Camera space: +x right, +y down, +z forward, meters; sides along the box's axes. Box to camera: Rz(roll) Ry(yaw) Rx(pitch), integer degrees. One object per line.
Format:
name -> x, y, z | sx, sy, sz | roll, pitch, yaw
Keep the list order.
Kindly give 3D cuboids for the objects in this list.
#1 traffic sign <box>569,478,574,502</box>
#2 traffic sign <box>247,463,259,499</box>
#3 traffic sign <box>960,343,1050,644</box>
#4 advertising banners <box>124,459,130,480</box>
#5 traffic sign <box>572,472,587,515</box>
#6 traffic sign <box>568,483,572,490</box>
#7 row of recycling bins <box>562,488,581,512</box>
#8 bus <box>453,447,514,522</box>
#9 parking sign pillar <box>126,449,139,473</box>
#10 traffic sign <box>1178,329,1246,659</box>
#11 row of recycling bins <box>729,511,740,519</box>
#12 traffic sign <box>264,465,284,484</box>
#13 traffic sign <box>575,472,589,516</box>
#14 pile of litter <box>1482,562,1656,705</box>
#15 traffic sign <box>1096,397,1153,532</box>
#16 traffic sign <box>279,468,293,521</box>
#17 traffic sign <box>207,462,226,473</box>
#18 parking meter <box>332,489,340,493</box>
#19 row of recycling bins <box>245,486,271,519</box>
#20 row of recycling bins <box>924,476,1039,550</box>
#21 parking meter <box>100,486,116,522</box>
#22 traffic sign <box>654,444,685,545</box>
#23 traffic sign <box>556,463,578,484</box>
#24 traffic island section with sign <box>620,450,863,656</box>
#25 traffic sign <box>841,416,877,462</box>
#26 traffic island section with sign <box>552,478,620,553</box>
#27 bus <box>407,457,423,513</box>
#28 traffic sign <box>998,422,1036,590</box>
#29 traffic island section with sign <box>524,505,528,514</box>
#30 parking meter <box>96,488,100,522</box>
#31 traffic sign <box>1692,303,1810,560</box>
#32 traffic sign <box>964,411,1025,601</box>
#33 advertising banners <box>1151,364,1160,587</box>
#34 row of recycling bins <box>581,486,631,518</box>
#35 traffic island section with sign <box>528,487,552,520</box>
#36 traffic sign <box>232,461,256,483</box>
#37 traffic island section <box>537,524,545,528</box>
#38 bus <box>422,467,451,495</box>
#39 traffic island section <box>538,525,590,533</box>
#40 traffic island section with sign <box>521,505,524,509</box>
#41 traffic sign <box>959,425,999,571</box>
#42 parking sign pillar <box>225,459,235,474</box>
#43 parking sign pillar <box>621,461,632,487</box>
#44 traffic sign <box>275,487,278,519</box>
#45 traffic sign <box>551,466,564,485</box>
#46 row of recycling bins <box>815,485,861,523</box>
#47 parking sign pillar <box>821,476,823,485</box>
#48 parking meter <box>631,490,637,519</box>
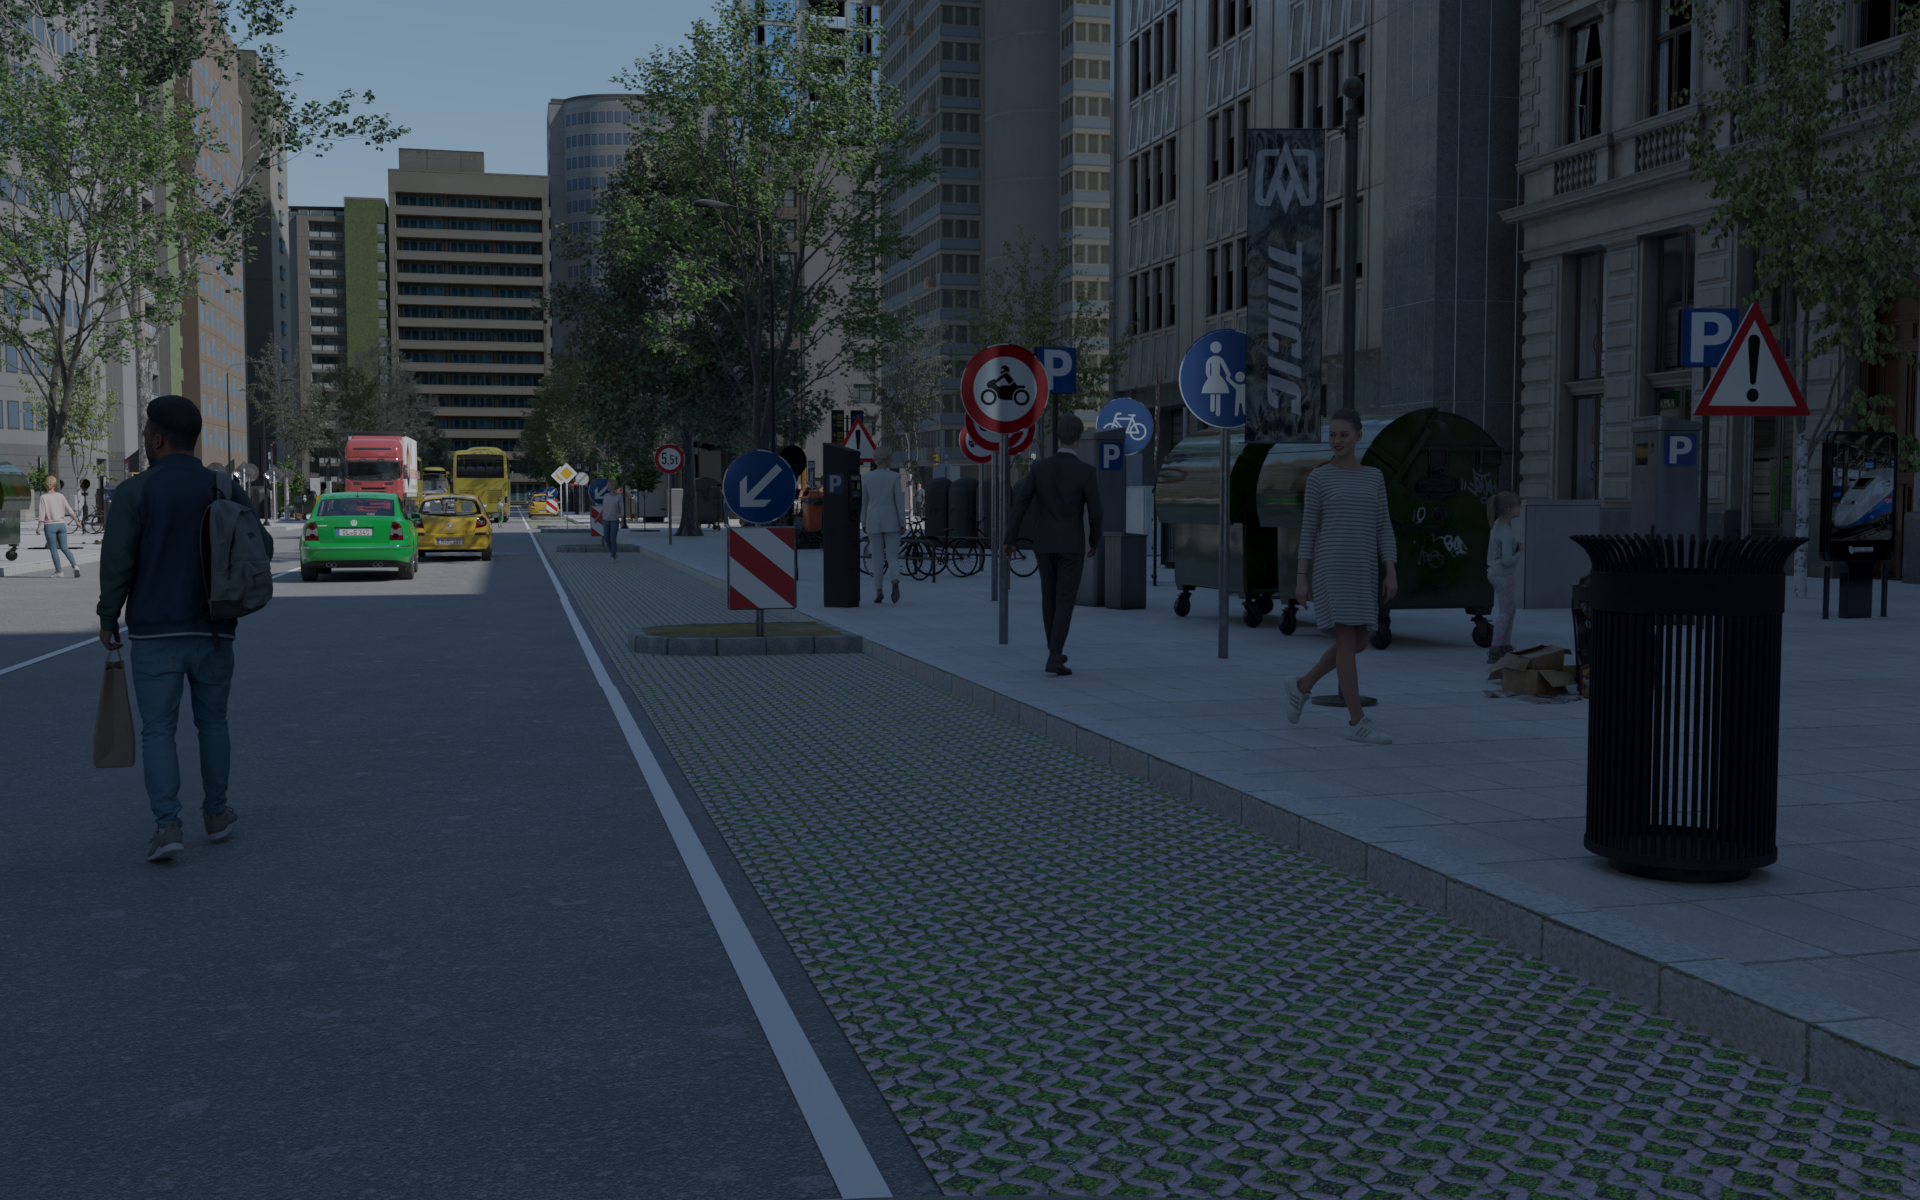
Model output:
traffic sign -> -29.327, -8.036, 131.495 | 0.768, 2.556, 0.104 | 0, 4, -6
traffic sign -> -29.384, -4.373, 71.609 | 0.768, 2.556, 0.104 | -1, 4, -12
traffic sign -> 0.374, -0.896, 14.750 | 0.768, 2.556, 0.104 | -1, 4, -9
advertising banners -> -41.998, -5.528, 86.572 | 2.074, 3.025, 0.090 | 3, 4, 38
traffic sign -> -22.887, -6.375, 104.238 | 0.884, 2.594, 0.081 | 0, 4, -7
traffic sign -> -32.711, -8.921, 145.962 | 0.768, 2.556, 0.104 | -1, 4, -9
row of recycling bins -> -27.022, -7.200, 124.836 | 3.534, 1.692, 1.069 | 1, 4, 16
bus -> -24.733, -6.021, 89.993 | 2.896, 3.916, 12.252 | -1, 4, -14
parking sign pillar -> -43.874, -6.361, 92.480 | 1.447, 3.967, 1.447 | 1, 4, 9
traffic sign -> 2.058, -0.817, 13.461 | 0.768, 2.556, 0.104 | 0, 4, -6
row of recycling bins -> -10.862, -4.940, 87.877 | 3.534, 1.692, 1.069 | 0, 4, 6
traffic sign -> -27.411, -4.099, 69.212 | 0.795, 2.593, 0.064 | -1, 4, -14
traffic sign -> -22.144, -6.205, 101.555 | 0.768, 2.556, 0.104 | -1, 4, -11
pile of litter -> 3.964, 0.161, 11.340 | 1.719, 0.858, 1.176 | -3, 4, -37
traffic sign -> 2.157, -1.392, 22.868 | 0.768, 2.556, 0.104 | 0, 4, -6
traffic sign -> -32.193, -5.047, 82.622 | 0.768, 2.556, 0.104 | -1, 4, -14
traffic sign -> -29.779, -4.234, 69.337 | 0.768, 2.556, 0.104 | -1, 4, -9
parking meter -> -33.542, -5.182, 93.138 | 0.372, 1.533, 0.369 | 0, 3, 0
row of recycling bins -> -37.224, -5.172, 91.680 | 1.069, 1.692, 3.534 | -2, 4, -30
row of recycling bins -> 0.545, -2.070, 40.959 | 3.534, 1.692, 1.069 | 3, 5, 40
parking meter -> -26.240, -2.759, 53.526 | 0.372, 1.533, 0.369 | 0, 3, 0
traffic sign -> -7.361, -2.682, 43.952 | 0.768, 2.556, 0.104 | -1, 4, -12
traffic sign -> -14.565, -3.796, 64.260 | 0.795, 2.593, 0.064 | -1, 4, -14
traffic island section with sign -> -2.077, -0.463, 16.197 | 1.989, 1.847, 2.006 | -1, 4, -14
traffic sign -> -1.710, -1.780, 29.100 | 0.884, 2.594, 0.081 | 0, 4, -8
traffic island section with sign -> -9.027, -2.105, 43.050 | 1.989, 1.847, 2.006 | -1, 4, -14
bus -> -30.788, -6.258, 93.866 | 2.896, 3.916, 12.252 | -1, 4, -14
traffic sign -> 0.634, -1.411, 23.168 | 0.768, 2.556, 0.104 | -1, 4, -12
traffic island section with sign -> -29.879, -7.025, 123.491 | 1.989, 1.847, 2.006 | -1, 4, -14
parking meter -> -38.654, -4.255, 77.977 | 0.372, 1.533, 0.369 | 0, 3, 0
traffic sign -> 5.390, -0.726, 11.867 | 0.884, 2.594, 0.081 | -1, 4, -11
traffic sign -> 0.417, -1.263, 20.750 | 0.768, 2.556, 0.104 | -1, 4, -13
advertising banners -> 2.748, -1.721, 24.331 | 0.090, 3.025, 2.074 | 0, 4, 6
row of recycling bins -> -18.474, -5.167, 91.589 | 1.069, 1.692, 3.534 | 1, 4, 19
traffic island section with sign -> -22.870, -5.373, 96.470 | 1.989, 1.847, 2.006 | -1, 4, -14
traffic sign -> -25.408, -3.626, 61.481 | 0.795, 2.593, 0.064 | -1, 4, -14
traffic island section -> -16.548, -3.046, 72.079 | 2.009, 0.180, 2.903 | -1, 4, -14
bus -> -48.970, -10.403, 161.642 | 2.896, 3.916, 12.252 | -1, 4, -15
traffic island section -> -14.544, -2.573, 64.348 | 2.009, 0.180, 2.903 | -1, 4, -14
traffic island section with sign -> -42.134, -9.916, 170.760 | 1.989, 1.847, 2.006 | -1, 4, -14
traffic sign -> 0.355, -1.747, 28.675 | 0.768, 2.556, 0.104 | -1, 4, -9
parking sign pillar -> -56.149, -8.820, 132.676 | 1.447, 3.967, 1.447 | 1, 4, 19
parking sign pillar -> -18.946, -6.785, 99.403 | 1.447, 3.967, 1.447 | -3, 5, -42
traffic sign -> -34.545, -5.347, 87.522 | 0.768, 2.556, 0.104 | -1, 4, -11
traffic sign -> -16.569, -4.269, 71.990 | 0.795, 2.593, 0.064 | -1, 4, -14
row of recycling bins -> -4.933, -4.325, 77.828 | 3.534, 1.692, 1.069 | 0, 4, 5
parking sign pillar -> -8.788, -7.922, 117.992 | 1.447, 3.967, 1.447 | -2, 4, -31
parking meter -> -15.878, -4.659, 84.587 | 0.372, 1.533, 0.369 | 0, 3, 0
